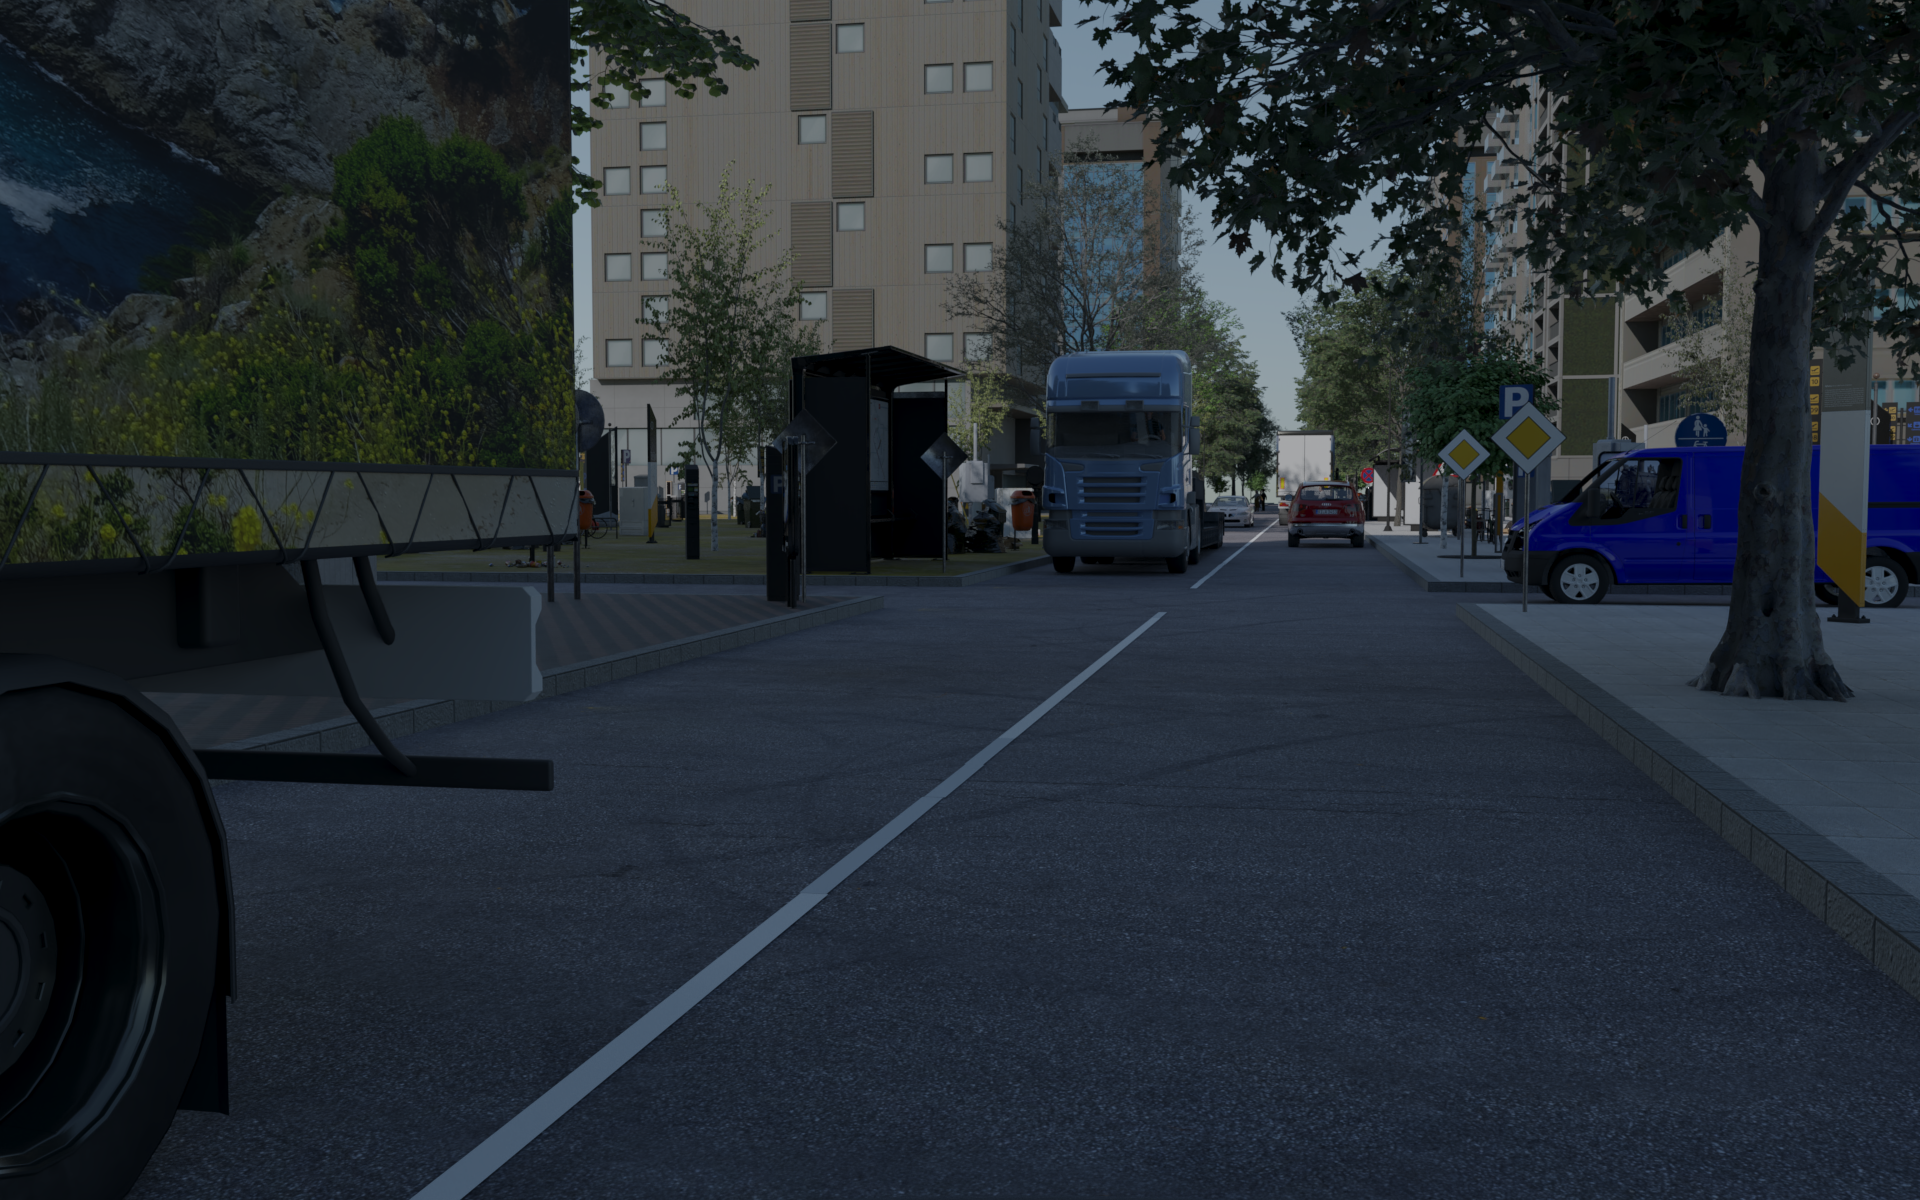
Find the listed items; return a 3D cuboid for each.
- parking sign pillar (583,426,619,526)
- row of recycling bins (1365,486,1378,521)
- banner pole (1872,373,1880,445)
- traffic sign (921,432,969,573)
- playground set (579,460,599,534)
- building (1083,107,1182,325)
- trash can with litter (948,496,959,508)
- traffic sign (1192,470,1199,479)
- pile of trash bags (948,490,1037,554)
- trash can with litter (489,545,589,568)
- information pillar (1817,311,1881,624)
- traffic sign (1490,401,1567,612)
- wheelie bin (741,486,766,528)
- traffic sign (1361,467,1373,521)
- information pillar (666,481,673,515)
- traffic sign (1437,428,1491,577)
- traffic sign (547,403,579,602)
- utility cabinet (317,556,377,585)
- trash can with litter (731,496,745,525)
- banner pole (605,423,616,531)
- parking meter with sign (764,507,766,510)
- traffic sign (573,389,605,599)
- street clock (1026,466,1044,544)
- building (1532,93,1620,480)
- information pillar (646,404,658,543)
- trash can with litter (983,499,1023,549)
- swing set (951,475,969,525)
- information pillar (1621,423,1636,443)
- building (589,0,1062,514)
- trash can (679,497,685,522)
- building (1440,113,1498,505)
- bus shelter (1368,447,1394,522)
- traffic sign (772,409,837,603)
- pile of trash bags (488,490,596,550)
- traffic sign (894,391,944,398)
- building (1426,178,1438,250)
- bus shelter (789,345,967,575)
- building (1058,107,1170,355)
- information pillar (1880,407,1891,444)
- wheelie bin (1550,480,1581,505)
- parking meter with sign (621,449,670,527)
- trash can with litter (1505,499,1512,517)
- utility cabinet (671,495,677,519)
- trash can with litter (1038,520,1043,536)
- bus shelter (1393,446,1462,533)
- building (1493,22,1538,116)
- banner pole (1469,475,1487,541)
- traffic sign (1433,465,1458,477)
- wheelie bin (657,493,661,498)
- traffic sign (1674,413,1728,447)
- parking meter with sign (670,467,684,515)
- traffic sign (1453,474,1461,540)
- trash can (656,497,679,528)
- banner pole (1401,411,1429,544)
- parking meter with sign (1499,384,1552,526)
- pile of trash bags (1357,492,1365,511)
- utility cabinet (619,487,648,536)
[{"bbox_3d":[-14.233,-4.900,68.593,1.447,3.967,1.447,-2,4,-31],"label":"parking sign pillar"},{"bbox_3d":[20.381,-4.762,84.966,1.069,1.692,3.534,1,4,16],"label":"row of recycling bins"},{"bbox_3d":[18.671,-2.803,35.845,0.863,3.779,0.401,0,4,3],"label":"banner pole"},{"bbox_3d":[-0.256,-1.504,28.229,0.795,2.450,0.064,1,4,11],"label":"traffic sign"},{"bbox_3d":[-14.142,-4.241,56.115,5.302,4.214,5.637,1,4,10],"label":"playground set"},{"bbox_3d":[16.485,-39.865,241.035,28.713,52.752,27.495,1,4,11],"label":"building"},{"bbox_3d":[-0.343,-4.327,82.138,0.624,1.170,1.055,0,4,6],"label":"trash can with litter"},{"bbox_3d":[12.258,-5.600,91.659,0.768,2.556,0.104,1,4,14],"label":"traffic sign"},{"bbox_3d":[0.287,-1.740,38.200,3.447,1.369,1.912,-3,4,-38],"label":"pile of trash bags"},{"bbox_3d":[-7.556,-1.216,30.933,1.678,1.210,2.233,-1,4,-17],"label":"trash can with litter"},{"bbox_3d":[8.845,-1.586,17.283,0.183,3.616,0.504,-2,4,-30],"label":"information pillar"},{"bbox_3d":[6.140,-0.925,18.773,0.795,2.450,0.064,1,4,11],"label":"traffic sign"},{"bbox_3d":[-7.820,-3.522,65.486,0.980,1.594,0.693,-2,4,-33],"label":"wheelie bin"},{"bbox_3d":[19.559,-5.064,82.902,0.768,2.556,0.104,1,4,14],"label":"traffic sign"},{"bbox_3d":[-16.597,-5.780,98.996,0.304,2.012,0.304,0,4,8],"label":"information pillar"},{"bbox_3d":[7.723,-1.404,26.600,0.795,2.450,0.064,1,4,11],"label":"traffic sign"},{"bbox_3d":[-4.879,-1.252,20.579,0.768,2.556,0.104,1,4,16],"label":"traffic sign"},{"bbox_3d":[-6.203,-0.367,17.156,0.306,1.237,1.020,1,4,18],"label":"utility cabinet"},{"bbox_3d":[-8.838,-3.701,71.895,1.055,1.170,0.624,3,5,43],"label":"trash can with litter"},{"bbox_3d":[-12.196,-4.323,60.700,0.401,3.779,0.863,-2,4,-26],"label":"banner pole"},{"bbox_3d":[-5.777,-3.829,58.863,1.738,3.016,0.543,1,4,14],"label":"parking meter with sign"},{"bbox_3d":[-4.672,-1.282,21.061,0.768,2.556,0.104,1,4,18],"label":"traffic sign"},{"bbox_3d":[1.916,-2.425,44.221,0.471,2.002,0.358,0,4,4],"label":"street clock"},{"bbox_3d":[49.121,-41.575,118.007,20.563,71.187,20.611,1,4,11],"label":"building"},{"bbox_3d":[-8.014,-3.286,45.088,0.183,3.616,0.504,1,4,11],"label":"information pillar"},{"bbox_3d":[1.015,-1.792,40.685,1.055,1.170,0.624,3,4,37],"label":"trash can with litter"},{"bbox_3d":[-1.696,-4.548,71.973,2.862,2.851,3.119,3,5,41],"label":"swing set"},{"bbox_3d":[21.866,-4.001,56.775,0.504,3.616,0.183,1,4,15],"label":"information pillar"},{"bbox_3d":[-7.775,-32.436,119.575,28.713,52.752,27.495,1,4,11],"label":"building"},{"bbox_3d":[-13.135,-4.200,80.322,0.748,1.137,0.748,0,3,0],"label":"trash can"},{"bbox_3d":[63.187,-33.712,201.297,14.600,45.320,14.200,1,4,11],"label":"building"},{"bbox_3d":[19.409,-5.123,77.690,2.014,3.302,5.546,1,4,11],"label":"bus shelter"},{"bbox_3d":[-1.839,-1.025,20.402,0.795,2.450,0.064,1,4,11],"label":"traffic sign"},{"bbox_3d":[-10.229,-1.890,40.654,3.447,1.369,1.912,0,4,7],"label":"pile of trash bags"},{"bbox_3d":[-1.381,-2.491,34.596,2.265,3.308,0.079,1,4,17],"label":"traffic sign"},{"bbox_3d":[74.278,-37.735,236.575,23.786,49.044,30.456,1,4,11],"label":"building"},{"bbox_3d":[-1.324,-2.404,30.587,1.731,3.624,6.357,1,4,11],"label":"bus shelter"},{"bbox_3d":[17.275,-33.931,204.874,14.600,45.320,14.200,1,4,11],"label":"building"},{"bbox_3d":[22.419,-3.117,42.312,0.504,3.616,0.183,3,5,45],"label":"information pillar"},{"bbox_3d":[13.289,-1.847,38.106,0.980,1.594,0.693,1,4,11],"label":"wheelie bin"},{"bbox_3d":[-12.298,-4.350,67.384,1.738,3.016,0.543,2,4,24],"label":"parking meter with sign"},{"bbox_3d":[30.402,-5.232,96.937,0.624,1.170,1.055,-1,4,-14],"label":"trash can with litter"},{"bbox_3d":[-15.080,-4.904,91.339,0.306,1.237,1.020,0,4,-8],"label":"utility cabinet"},{"bbox_3d":[1.637,-2.594,53.477,2.233,1.210,1.678,2,4,25],"label":"trash can with litter"},{"bbox_3d":[15.513,-3.851,56.880,2.014,3.302,5.546,1,4,11],"label":"bus shelter"},{"bbox_3d":[55.777,-32.065,143.873,23.786,49.044,30.456,1,4,11],"label":"building"},{"bbox_3d":[14.102,-3.487,47.026,0.863,3.779,0.401,-3,4,-38],"label":"banner pole"},{"bbox_3d":[15.090,-3.285,53.714,0.884,2.594,0.081,1,4,15],"label":"traffic sign"},{"bbox_3d":[-12.982,-3.940,72.323,0.980,1.594,0.693,-1,4,-11],"label":"wheelie bin"},{"bbox_3d":[11.609,-1.657,27.201,0.768,2.556,0.104,1,4,19],"label":"traffic sign"},{"bbox_3d":[-17.382,-6.772,106.977,0.543,3.016,1.738,-2,4,-29],"label":"parking meter with sign"},{"bbox_3d":[13.984,-2.959,48.489,0.768,2.556,0.104,1,4,14],"label":"traffic sign"},{"bbox_3d":[-11.314,-3.323,65.980,0.748,1.137,0.748,0,3,0],"label":"trash can"},{"bbox_3d":[11.750,-3.352,44.824,0.401,3.779,0.863,-3,5,-42],"label":"banner pole"},{"bbox_3d":[9.390,-1.963,28.351,0.543,3.016,1.738,3,4,38],"label":"parking meter with sign"},{"bbox_3d":[22.867,-5.366,97.489,1.912,1.369,3.447,2,4,28],"label":"pile of trash bags"},{"bbox_3d":[-9.984,-2.722,53.175,1.173,1.500,0.318,3,5,40],"label":"utility cabinet"}]
